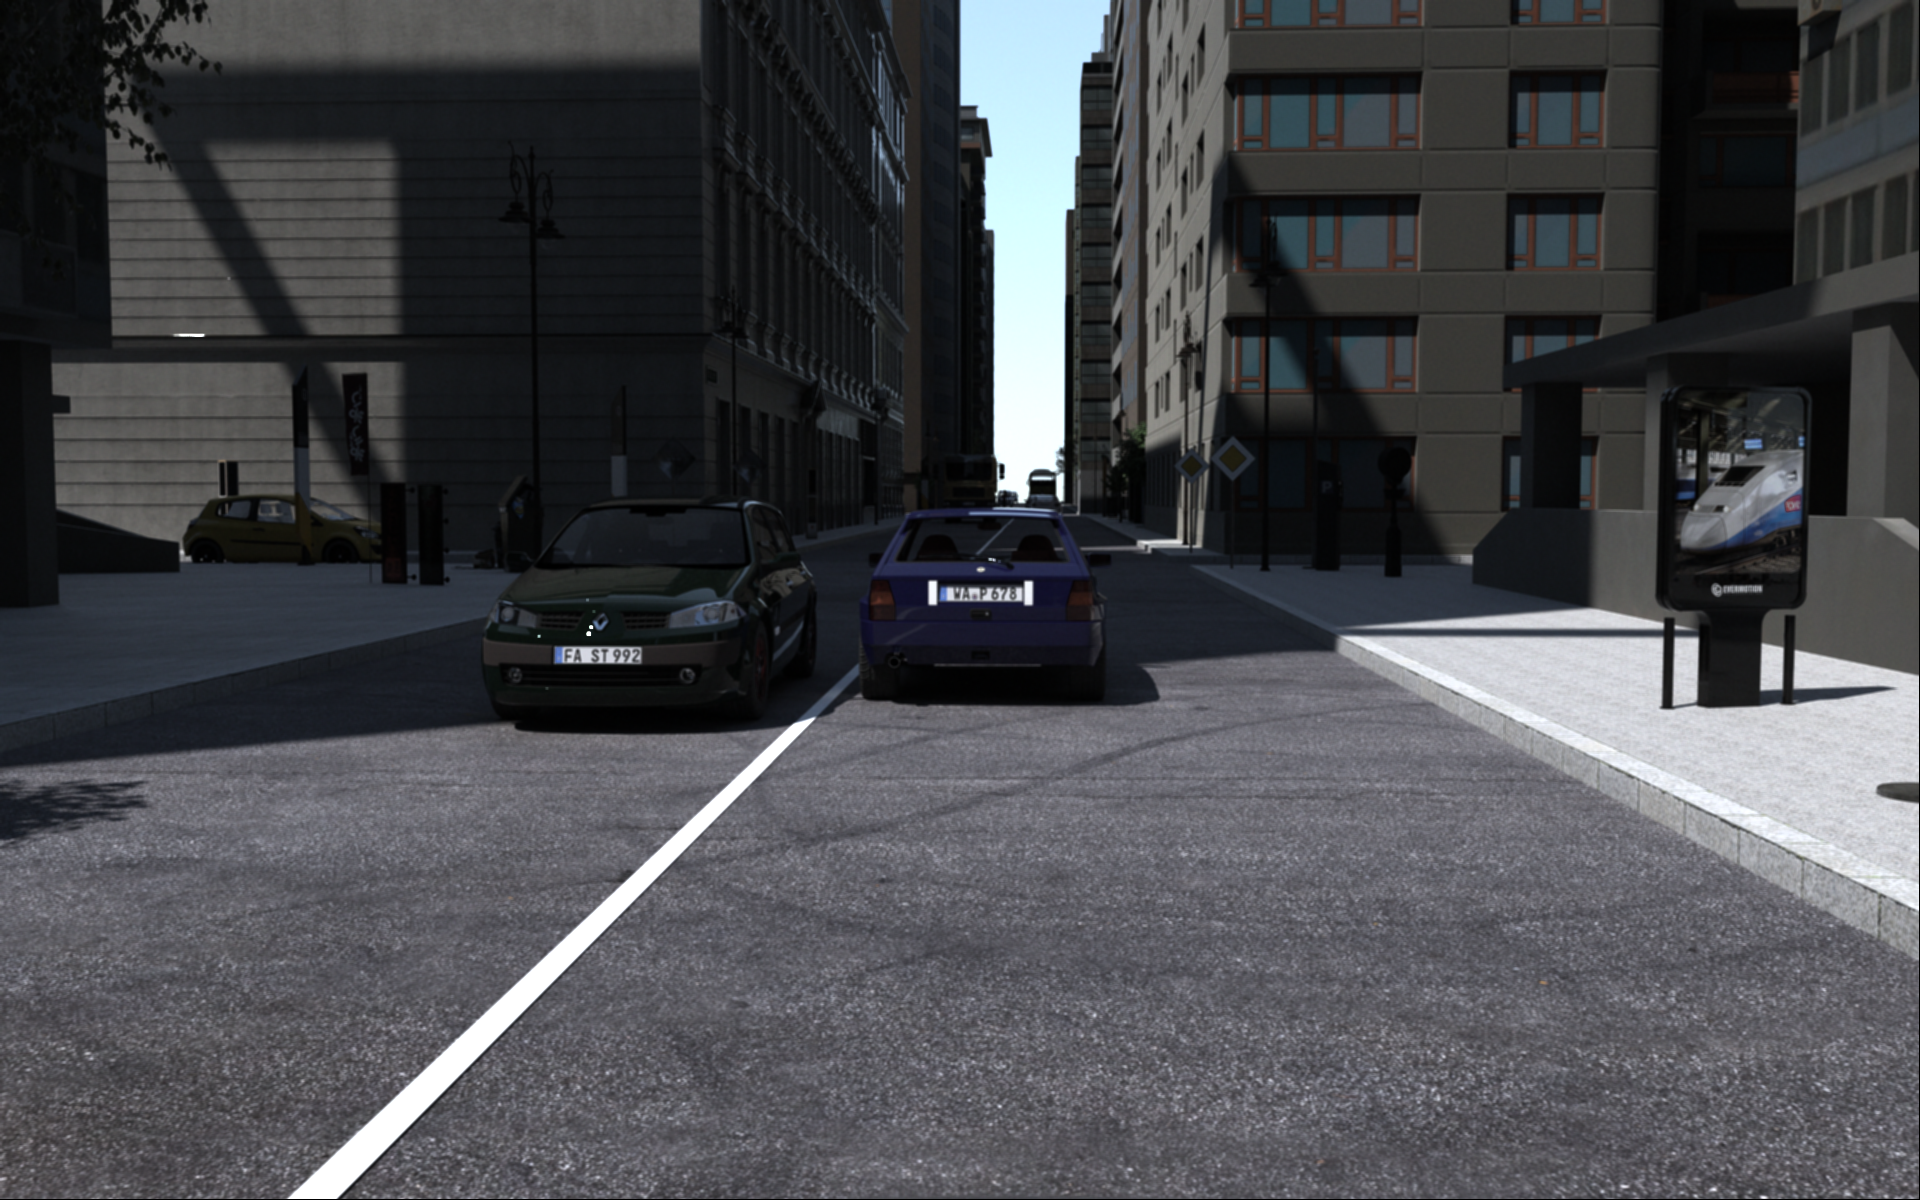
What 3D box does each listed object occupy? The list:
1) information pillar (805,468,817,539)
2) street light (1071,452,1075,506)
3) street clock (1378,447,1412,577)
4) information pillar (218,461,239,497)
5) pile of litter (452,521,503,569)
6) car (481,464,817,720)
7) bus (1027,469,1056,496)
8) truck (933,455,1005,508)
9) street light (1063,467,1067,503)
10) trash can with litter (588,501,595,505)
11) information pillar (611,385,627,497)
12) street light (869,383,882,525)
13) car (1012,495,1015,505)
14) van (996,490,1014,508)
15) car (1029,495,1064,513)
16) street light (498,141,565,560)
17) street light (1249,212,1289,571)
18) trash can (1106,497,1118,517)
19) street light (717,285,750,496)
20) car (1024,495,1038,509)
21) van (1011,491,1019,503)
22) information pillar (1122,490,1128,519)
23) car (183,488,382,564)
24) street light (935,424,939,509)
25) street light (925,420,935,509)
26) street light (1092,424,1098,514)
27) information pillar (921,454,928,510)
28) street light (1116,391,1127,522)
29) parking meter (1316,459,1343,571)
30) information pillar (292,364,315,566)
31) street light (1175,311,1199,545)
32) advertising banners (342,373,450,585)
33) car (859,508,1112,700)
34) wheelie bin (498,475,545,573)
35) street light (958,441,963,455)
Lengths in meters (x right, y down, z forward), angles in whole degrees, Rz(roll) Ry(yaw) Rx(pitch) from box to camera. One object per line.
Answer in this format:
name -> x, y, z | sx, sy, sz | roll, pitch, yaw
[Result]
information pillar -> -4.246, -2.752, 49.481 | 0.304, 2.012, 0.304 | -1, 4, -13
street light -> 13.152, -14.161, 204.317 | 0.468, 5.910, 1.993 | 0, 4, 3
street clock -> 6.723, -1.362, 26.831 | 0.471, 2.002, 0.358 | -1, 4, -20
information pillar -> -16.076, -2.056, 38.108 | 0.304, 2.012, 0.304 | 2, 4, 35
pile of litter -> -7.939, -0.983, 30.036 | 1.719, 0.858, 1.176 | -1, 4, -10
car -> -2.055, -0.151, 12.260 | 2.009, 1.686, 4.222 | 0, 4, 2
bus -> 8.044, -10.931, 170.266 | 2.896, 3.916, 12.252 | 0, 4, 2
truck -> 0.548, -5.592, 87.358 | 3.469, 3.379, 9.791 | 0, 4, 2
street light -> 16.170, -18.289, 271.815 | 0.468, 5.910, 1.993 | 0, 4, 3
trash can with litter -> -5.661, -1.033, 28.274 | 0.624, 1.170, 1.055 | 2, 4, 31
information pillar -> -7.350, -2.815, 37.380 | 0.183, 3.616, 0.504 | -3, 5, -44
street light -> -3.505, -6.082, 72.223 | 0.468, 5.910, 1.993 | 0, 4, 3
car -> 6.339, -13.360, 230.445 | 2.014, 1.417, 4.499 | 0, 4, 1
van -> 4.794, -10.884, 184.961 | 2.013, 2.044, 4.112 | 0, 4, 1
car -> 5.098, -5.499, 102.268 | 2.083, 1.381, 4.827 | 0, 4, 5
street light -> -5.684, -3.081, 23.159 | 0.468, 5.910, 1.993 | 0, 4, 3
street light -> 5.093, -3.422, 28.737 | 0.468, 5.910, 1.993 | 0, 4, 3
trash can -> 8.368, -5.103, 95.090 | 0.748, 1.137, 0.748 | 0, 3, 0
street light -> -5.014, -4.018, 38.478 | 0.468, 5.910, 1.993 | 0, 4, 3
car -> 6.041, -7.555, 135.892 | 2.083, 1.381, 4.827 | 0, 4, 1
van -> 8.137, -15.940, 267.637 | 2.013, 2.044, 4.112 | 0, 4, 2
information pillar -> 8.656, -5.259, 90.471 | 0.304, 2.012, 0.304 | -3, 4, -38
car -> -12.644, -1.395, 33.029 | 3.980, 1.641, 2.015 | 0, 4, 4
street light -> -1.565, -8.699, 115.018 | 0.468, 5.910, 1.993 | 0, 4, 3
street light -> -1.965, -8.181, 106.552 | 0.468, 5.910, 1.993 | 0, 4, 3
street light -> 9.229, -9.019, 120.247 | 0.468, 5.910, 1.993 | 0, 4, 3
information pillar -> -2.037, -6.670, 100.404 | 0.504, 3.616, 0.183 | -3, 5, -39
street light -> 7.257, -6.438, 78.055 | 0.468, 5.910, 1.993 | 0, 4, 3
parking meter -> 6.195, -1.427, 29.041 | 0.399, 1.863, 0.255 | 2, 4, 29
information pillar -> -11.794, -2.428, 31.045 | 0.183, 3.616, 0.504 | 0, 4, 3
street light -> 5.731, -4.346, 43.842 | 0.468, 5.910, 1.993 | 0, 4, 3
advertising banners -> -8.090, -1.747, 24.751 | 2.074, 3.025, 0.090 | 2, 4, 30
car -> 0.219, -0.050, 13.404 | 1.945, 1.354, 3.894 | 0, 4, 2
wheelie bin -> -7.207, -1.261, 28.525 | 0.693, 1.594, 0.980 | -2, 4, -27
street light -> 0.104, -10.763, 148.756 | 0.468, 5.910, 1.993 | 0, 4, 3
